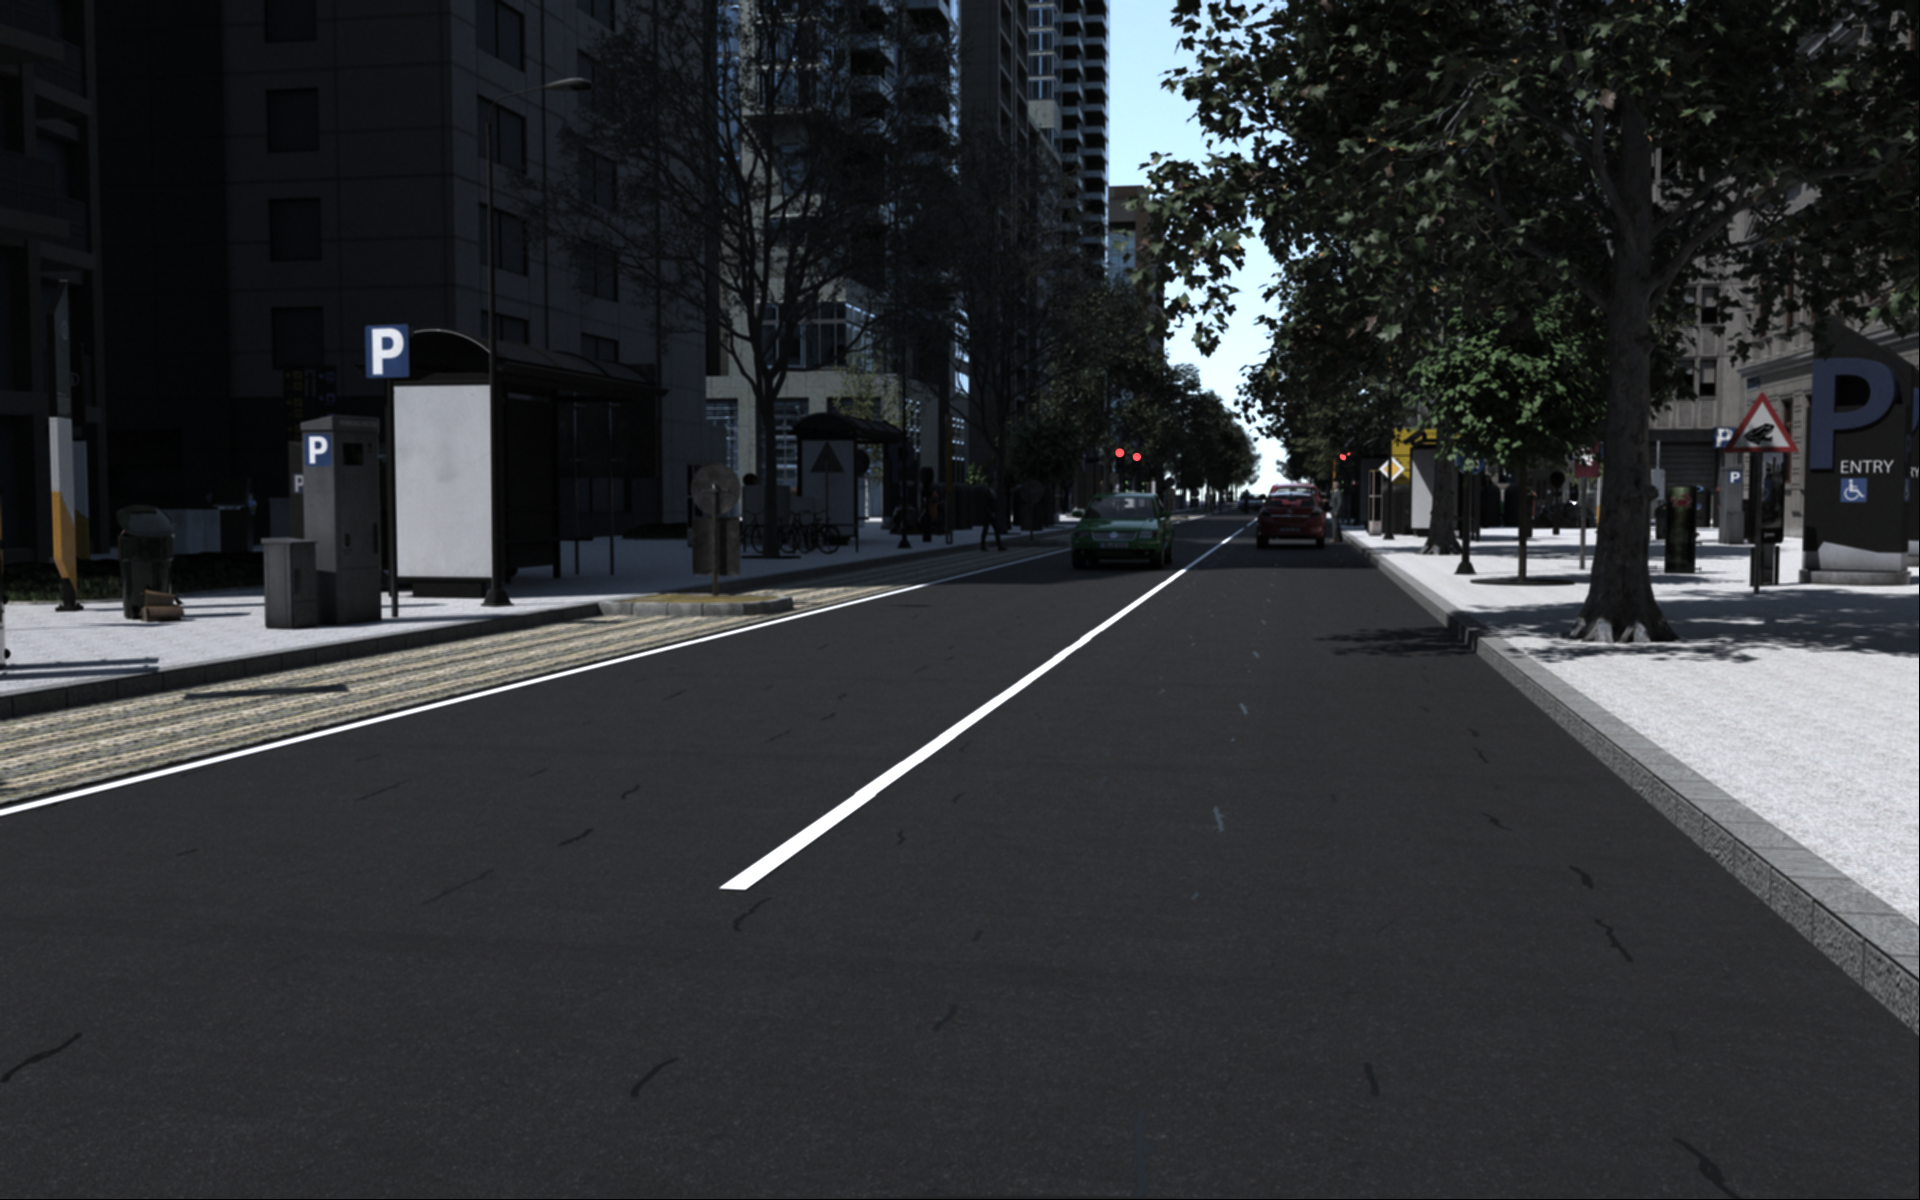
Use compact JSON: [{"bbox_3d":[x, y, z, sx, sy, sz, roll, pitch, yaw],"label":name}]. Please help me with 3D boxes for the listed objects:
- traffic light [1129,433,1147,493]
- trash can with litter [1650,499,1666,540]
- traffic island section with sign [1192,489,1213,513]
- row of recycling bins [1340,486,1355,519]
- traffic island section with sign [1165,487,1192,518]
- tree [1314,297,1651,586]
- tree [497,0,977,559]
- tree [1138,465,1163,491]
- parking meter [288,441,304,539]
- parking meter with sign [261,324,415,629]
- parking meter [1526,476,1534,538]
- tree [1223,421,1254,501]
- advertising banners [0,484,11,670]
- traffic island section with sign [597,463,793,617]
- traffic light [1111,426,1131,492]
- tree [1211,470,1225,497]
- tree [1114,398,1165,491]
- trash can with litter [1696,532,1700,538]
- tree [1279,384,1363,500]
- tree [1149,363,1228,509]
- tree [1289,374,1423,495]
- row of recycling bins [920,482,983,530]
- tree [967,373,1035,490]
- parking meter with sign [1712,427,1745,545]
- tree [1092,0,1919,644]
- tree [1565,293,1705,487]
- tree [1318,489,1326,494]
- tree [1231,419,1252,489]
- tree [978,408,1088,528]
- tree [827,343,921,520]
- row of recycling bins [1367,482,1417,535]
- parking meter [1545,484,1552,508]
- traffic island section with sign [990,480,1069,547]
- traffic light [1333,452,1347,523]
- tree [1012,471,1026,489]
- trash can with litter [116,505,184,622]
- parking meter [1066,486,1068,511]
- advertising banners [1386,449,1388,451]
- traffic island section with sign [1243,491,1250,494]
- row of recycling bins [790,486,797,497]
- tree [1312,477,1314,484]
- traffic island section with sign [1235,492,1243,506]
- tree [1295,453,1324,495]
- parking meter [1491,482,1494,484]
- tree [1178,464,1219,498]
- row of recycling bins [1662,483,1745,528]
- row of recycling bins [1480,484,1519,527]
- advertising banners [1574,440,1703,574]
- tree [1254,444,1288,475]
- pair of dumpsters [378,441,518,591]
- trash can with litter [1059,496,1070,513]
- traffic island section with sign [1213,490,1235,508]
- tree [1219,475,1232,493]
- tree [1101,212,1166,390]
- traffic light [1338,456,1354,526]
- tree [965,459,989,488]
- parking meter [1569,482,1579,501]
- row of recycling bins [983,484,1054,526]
[{"bbox_3d":[8.160,-5.542,79.536,0.839,4.253,0.868,1,4,11],"label":"traffic light"},{"bbox_3d":[19.568,-2.284,48.734,1.055,1.170,0.624,1,4,23],"label":"trash can with litter"},{"bbox_3d":[17.526,-7.341,128.648,1.989,1.847,2.006,1,4,11],"label":"traffic island section with sign"},{"bbox_3d":[20.912,-5.085,90.257,1.069,1.692,3.534,-2,4,-27],"label":"row of recycling bins"},{"bbox_3d":[12.448,-5.721,102.173,1.989,1.847,2.006,1,4,11],"label":"traffic island section with sign"},{"bbox_3d":[8.066,-2.519,24.892,4.285,4.588,4.351,0,3,0],"label":"tree"},{"bbox_3d":[-3.766,-7.563,34.024,12.009,13.543,11.850,0,3,0],"label":"tree"},{"bbox_3d":[12.356,-7.267,113.414,1.663,3.219,1.824,0,3,0],"label":"tree"},{"bbox_3d":[-7.216,-0.828,19.243,0.399,1.863,0.255,2,4,27],"label":"parking meter"},{"bbox_3d":[-6.159,-1.278,17.163,0.543,3.016,1.738,1,4,20],"label":"parking meter with sign"},{"bbox_3d":[16.605,-2.757,50.796,0.255,1.863,0.399,-1,4,-13],"label":"parking meter"},{"bbox_3d":[49.526,-24.402,309.339,12.009,13.543,11.850,0,3,0],"label":"tree"},{"bbox_3d":[-6.785,-0.967,12.002,0.090,3.025,2.074,-2,4,-23],"label":"advertising banners"},{"bbox_3d":[-3.123,-0.763,21.104,1.989,1.847,2.006,1,4,11],"label":"traffic island section with sign"},{"bbox_3d":[6.655,-5.063,71.693,0.839,4.253,0.868,1,4,11],"label":"traffic light"},{"bbox_3d":[30.422,-15.760,208.032,4.737,8.622,4.395,0,3,0],"label":"tree"},{"bbox_3d":[12.460,-10.273,118.319,4.360,8.622,3.978,0,3,0],"label":"tree"},{"bbox_3d":[21.104,-2.408,50.750,1.055,1.170,0.624,-1,4,-20],"label":"trash can with litter"},{"bbox_3d":[26.173,-11.577,123.699,7.601,10.594,8.767,-1,4,-15],"label":"tree"},{"bbox_3d":[19.032,-14.162,149.675,7.486,12.596,7.792,0,3,0],"label":"tree"},{"bbox_3d":[21.391,-10.725,93.487,7.486,12.596,7.792,0,3,0],"label":"tree"},{"bbox_3d":[-0.427,-3.367,62.156,1.069,1.692,3.534,1,4,22],"label":"row of recycling bins"},{"bbox_3d":[2.584,-9.552,106.531,4.737,8.622,4.395,0,3,0],"label":"tree"},{"bbox_3d":[19.779,-2.948,44.453,0.543,3.016,1.738,1,4,10],"label":"parking meter with sign"},{"bbox_3d":[5.961,-5.993,14.995,9.611,12.733,9.660,0,3,0],"label":"tree"},{"bbox_3d":[22.590,-6.706,60.013,4.737,8.622,4.395,0,3,0],"label":"tree"},{"bbox_3d":[41.671,-12.459,198.297,1.663,3.219,1.824,0,3,0],"label":"tree"},{"bbox_3d":[38.044,-20.241,249.069,7.486,12.596,7.792,0,3,0],"label":"tree"},{"bbox_3d":[3.253,-5.024,65.852,4.285,4.588,4.351,0,3,0],"label":"tree"},{"bbox_3d":[-4.296,-8.189,84.246,4.737,8.622,4.395,0,3,0],"label":"tree"},{"bbox_3d":[14.031,-2.966,55.605,1.069,1.692,3.534,-1,4,-10],"label":"row of recycling bins"},{"bbox_3d":[33.989,-5.770,100.052,0.399,1.863,0.255,1,4,14],"label":"parking meter"},{"bbox_3d":[1.965,-2.382,47.576,1.989,1.847,2.006,1,4,11],"label":"traffic island section with sign"},{"bbox_3d":[17.210,-5.437,77.821,0.839,4.253,0.868,1,4,11],"label":"traffic light"},{"bbox_3d":[4.247,-7.569,118.354,1.663,3.219,1.824,0,3,0],"label":"tree"},{"bbox_3d":[-8.224,-0.390,17.765,0.624,1.170,1.055,-3,5,-41],"label":"trash can with litter"},{"bbox_3d":[7.717,-7.406,126.794,0.399,1.863,0.255,2,4,26],"label":"parking meter"},{"bbox_3d":[16.335,-4.261,65.862,0.090,3.025,2.074,0,4,6],"label":"advertising banners"},{"bbox_3d":[42.320,-15.241,257.824,1.989,1.847,2.006,1,4,11],"label":"traffic island section with sign"},{"bbox_3d":[-8.677,-4.892,87.093,3.534,1.692,1.069,-2,4,-26],"label":"row of recycling bins"},{"bbox_3d":[19.687,-6.036,82.402,4.285,4.588,4.351,0,3,0],"label":"tree"},{"bbox_3d":[31.982,-11.943,203.897,1.989,1.847,2.006,1,4,11],"label":"traffic island section with sign"},{"bbox_3d":[34.687,-13.258,167.127,4.737,8.622,4.395,0,3,0],"label":"tree"},{"bbox_3d":[23.145,-4.287,75.796,0.399,1.863,0.255,-2,4,-32],"label":"parking meter"},{"bbox_3d":[22.805,-11.424,170.489,4.285,4.588,4.351,0,3,0],"label":"tree"},{"bbox_3d":[28.620,-3.602,66.001,3.534,1.692,1.069,2,4,33],"label":"row of recycling bins"},{"bbox_3d":[20.559,-3.757,68.545,3.534,1.692,1.069,1,4,18],"label":"row of recycling bins"},{"bbox_3d":[10.896,-1.946,28.011,2.074,3.025,0.090,1,4,17],"label":"advertising banners"},{"bbox_3d":[48.888,-19.899,235.724,12.009,13.543,11.850,0,3,0],"label":"tree"},{"bbox_3d":[-7.750,-1.370,24.888,1.574,2.255,4.437,1,4,11],"label":"pair of dumpsters"},{"bbox_3d":[7.174,-6.713,120.817,1.678,1.210,2.233,-2,4,-33],"label":"trash can with litter"},{"bbox_3d":[26.866,-10.315,177.282,1.989,1.847,2.006,1,4,11],"label":"traffic island section with sign"},{"bbox_3d":[34.381,-14.987,228.748,4.285,4.588,4.351,0,3,0],"label":"tree"},{"bbox_3d":[1.191,-8.811,54.428,12.009,13.543,11.850,0,3,0],"label":"tree"},{"bbox_3d":[15.705,-4.958,69.979,0.839,4.253,0.868,1,4,11],"label":"traffic light"},{"bbox_3d":[0.679,-6.203,96.025,1.663,3.219,1.824,0,3,0],"label":"tree"},{"bbox_3d":[30.272,-4.875,85.410,0.399,1.863,0.255,2,4,27],"label":"parking meter"},{"bbox_3d":[2.099,-3.844,69.970,3.534,1.692,1.069,-1,4,-14],"label":"row of recycling bins"}]
